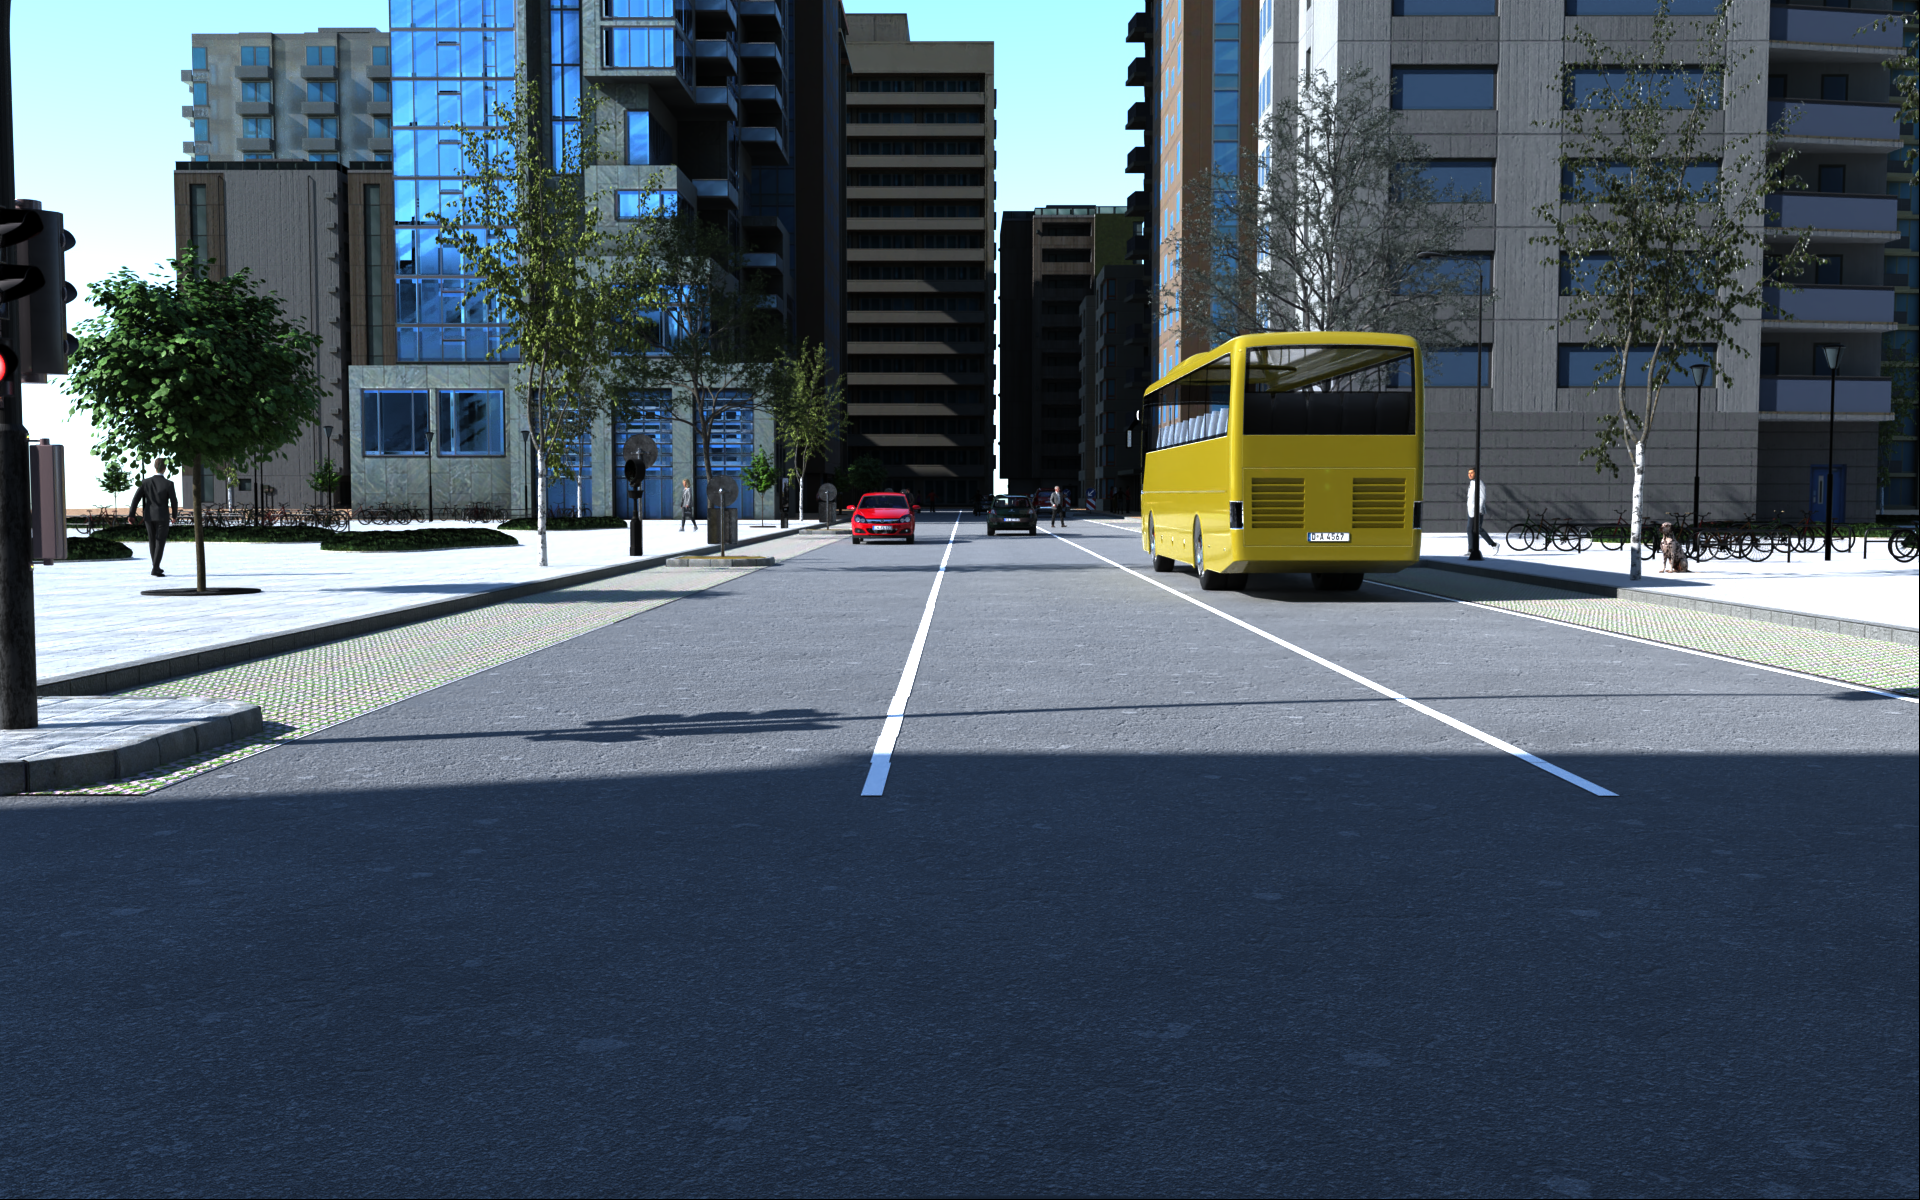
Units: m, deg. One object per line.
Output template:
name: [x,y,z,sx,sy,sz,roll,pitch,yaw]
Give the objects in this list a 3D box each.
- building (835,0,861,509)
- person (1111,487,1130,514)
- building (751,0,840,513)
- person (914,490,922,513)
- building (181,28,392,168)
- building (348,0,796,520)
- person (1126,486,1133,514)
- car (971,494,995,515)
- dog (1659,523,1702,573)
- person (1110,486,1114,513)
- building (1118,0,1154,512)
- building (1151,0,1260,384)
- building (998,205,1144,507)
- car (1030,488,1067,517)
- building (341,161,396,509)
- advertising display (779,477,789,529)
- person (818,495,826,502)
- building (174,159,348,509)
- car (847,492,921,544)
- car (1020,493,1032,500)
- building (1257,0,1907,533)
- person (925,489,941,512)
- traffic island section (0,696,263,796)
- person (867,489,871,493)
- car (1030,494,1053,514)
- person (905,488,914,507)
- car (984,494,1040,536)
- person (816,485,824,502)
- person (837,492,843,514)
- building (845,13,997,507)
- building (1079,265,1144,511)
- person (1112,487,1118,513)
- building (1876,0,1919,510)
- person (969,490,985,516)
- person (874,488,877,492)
building: [-22.408,-30.221,148.737,28.867,44.769,22.147,0,4,0]
person: [10.274,-6.358,110.813,1.217,1.723,0.721,1,4,12]
building: [-15.940,-28.874,122.194,14.600,45.320,14.200,0,4,0]
person: [-3.152,-7.348,129.324,0.721,1.739,1.217,2,4,27]
building: [-62.670,-34.325,180.828,30.456,49.044,23.786,0,4,0]
building: [-20.263,-48.056,98.394,22.319,86.520,31.000,0,4,0]
person: [11.066,-6.586,113.666,0.705,1.831,1.348,0,4,-7]
car: [1.799,-6.911,122.784,2.009,1.686,4.222,0,4,-1]
dog: [11.767,-0.847,28.228,0.800,0.831,0.513,1,4,11]
person: [10.508,-6.932,119.312,0.705,1.831,1.348,0,4,-5]
building: [22.607,-28.203,115.743,22.147,44.769,28.867,0,4,0]
building: [18.108,-27.139,93.835,14.600,45.320,14.200,0,4,0]
building: [11.020,-24.720,175.880,14.107,30.474,14.160,0,4,0]
car: [5.502,-6.044,107.492,2.281,1.827,5.304,0,4,2]
building: [-44.514,-23.317,152.928,14.107,30.474,14.160,0,4,0]
advertising display: [-6.579,-3.647,64.843,0.123,1.923,0.974,1,4,9]
person: [-7.681,-5.356,96.796,0.628,1.438,0.799,-3,5,-39]
building: [-59.149,-23.321,152.994,14.107,30.474,14.160,0,4,0]
car: [-2.231,-2.561,50.911,2.155,1.783,4.494,0,4,-1]
car: [5.539,-8.844,153.640,2.155,1.783,4.494,0,4,1]
building: [22.807,-32.257,69.397,21.231,58.520,28.212,0,4,0]
person: [-2.158,-7.828,136.418,1.348,1.831,0.705,1,4,18]
traffic island section: [-5.195,0.781,9.513,2.009,0.180,2.903,0,4,0]
person: [-5.194,-5.612,100.934,0.721,1.739,1.217,1,4,22]
car: [5.733,-6.820,121.100,1.945,1.707,3.694,0,3,0]
person: [-2.951,-5.254,94.934,0.750,1.759,0.617,-2,4,-29]
car: [1.828,-3.125,60.881,2.009,1.686,4.222,0,4,2]
person: [-7.215,-5.148,90.921,0.721,1.736,1.217,2,4,27]
person: [-7.633,-6.260,109.126,0.721,1.736,1.217,0,4,-3]
building: [-7.155,-33.988,179.403,21.600,48.544,21.300,0,4,0]
building: [24.747,-18.363,145.274,27.650,21.520,28.899,0,4,0]
person: [10.196,-6.605,114.758,0.721,1.736,1.217,0,4,3]
building: [67.063,-30.175,147.985,28.867,44.769,22.147,0,4,0]
person: [1.117,-6.278,111.974,1.217,1.723,0.721,-2,4,-28]
person: [-4.839,-5.444,98.043,0.617,1.759,0.750,-1,4,-20]
